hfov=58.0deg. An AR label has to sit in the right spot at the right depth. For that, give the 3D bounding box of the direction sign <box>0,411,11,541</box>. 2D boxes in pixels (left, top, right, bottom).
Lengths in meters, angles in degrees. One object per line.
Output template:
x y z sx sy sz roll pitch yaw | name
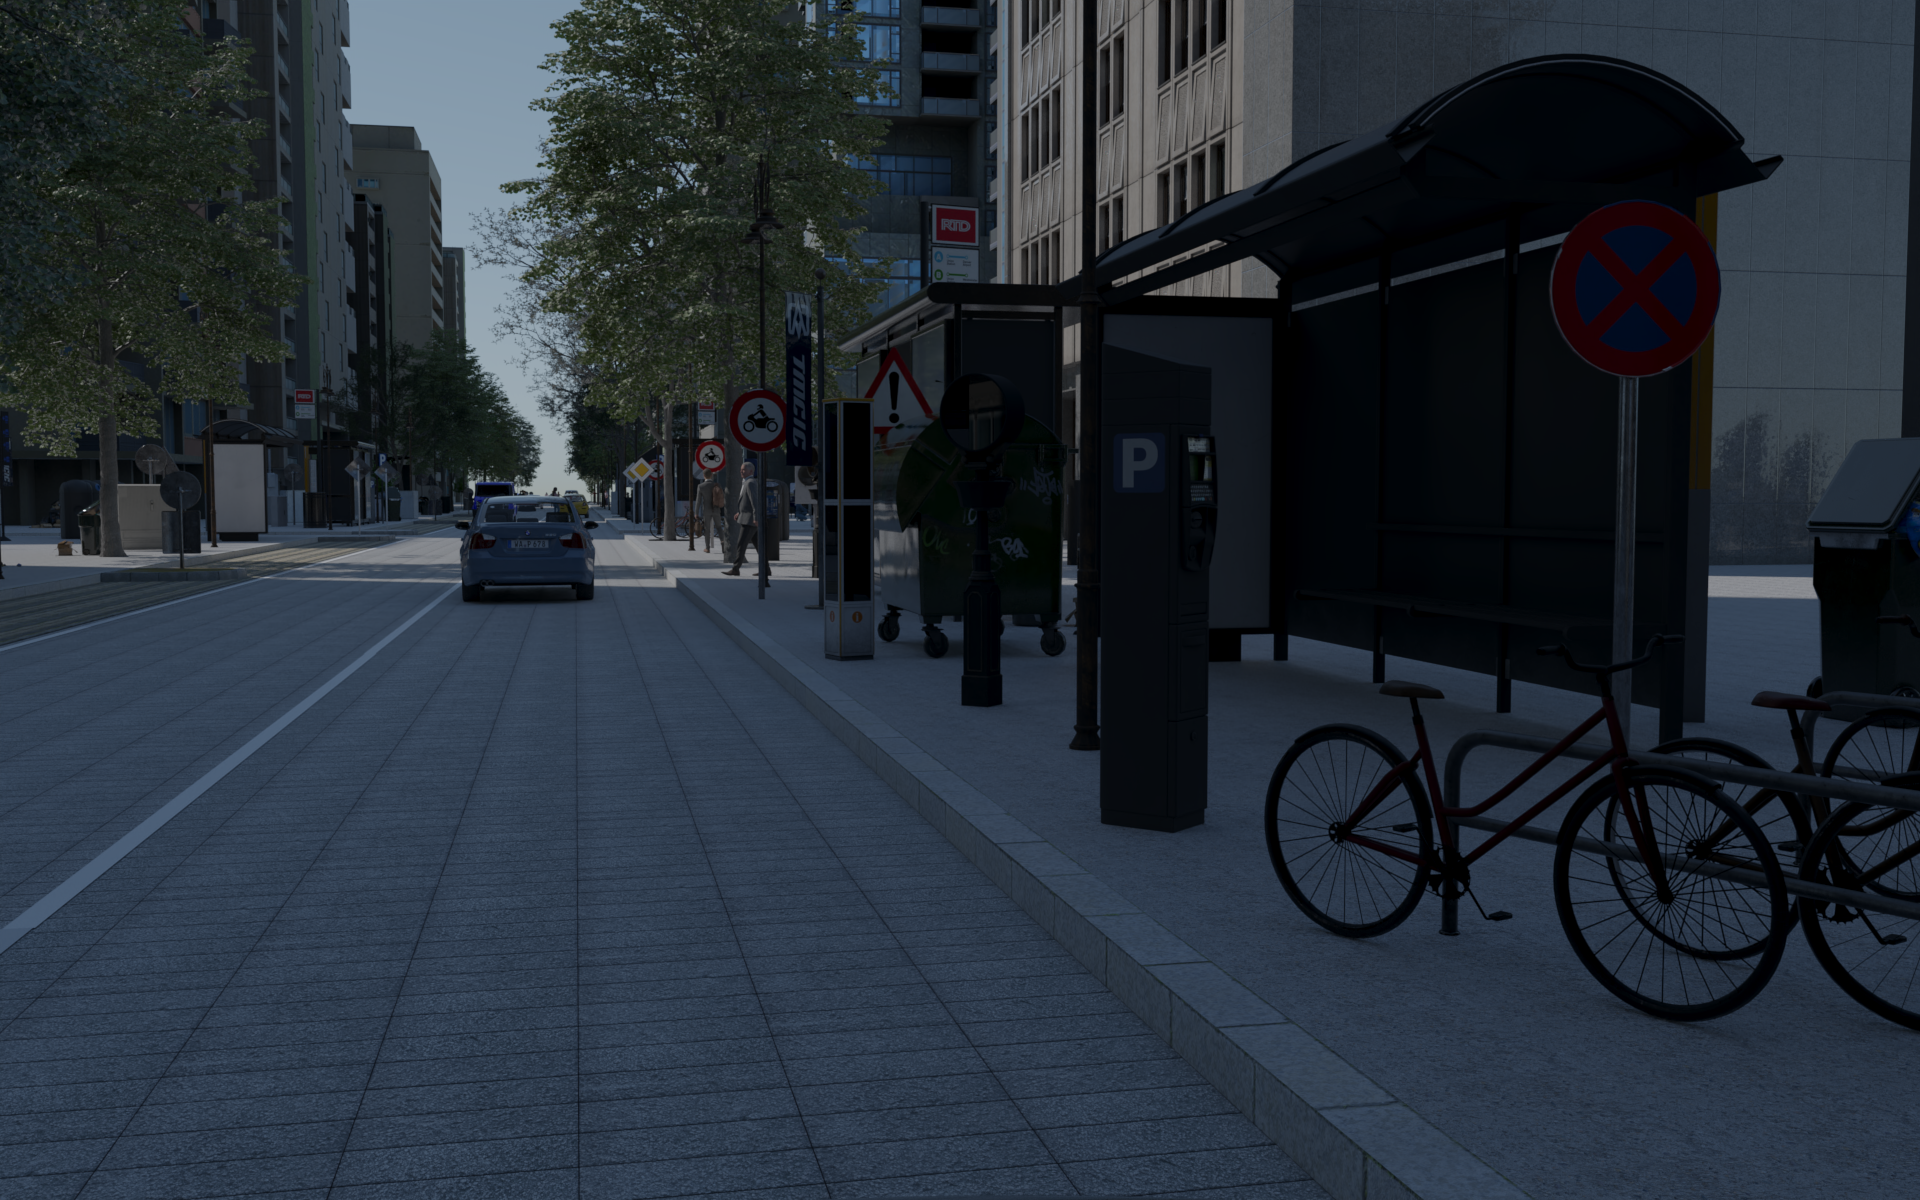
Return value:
-26.115 -3.375 47.184 0.379 3.537 0.876 0 4 -1 | direction sign

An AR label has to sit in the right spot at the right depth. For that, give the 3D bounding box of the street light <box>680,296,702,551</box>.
-6.070 -4.050 39.013 0.468 5.910 1.993 -1 4 -12 | street light

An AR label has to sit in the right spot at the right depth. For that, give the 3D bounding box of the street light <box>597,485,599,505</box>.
-34.018 -11.727 164.525 0.468 5.910 1.993 -1 4 -12 | street light

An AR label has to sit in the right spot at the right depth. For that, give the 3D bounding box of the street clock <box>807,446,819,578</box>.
-2.139 -1.334 26.376 0.358 2.002 0.471 -2 4 -29 | street clock

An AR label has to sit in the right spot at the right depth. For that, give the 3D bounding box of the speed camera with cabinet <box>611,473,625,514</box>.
-21.904 -7.142 111.100 0.660 3.252 2.038 0 4 1 | speed camera with cabinet

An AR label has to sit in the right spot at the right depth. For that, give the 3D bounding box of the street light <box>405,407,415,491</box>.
-29.142 -7.286 91.907 0.468 5.910 1.993 -1 4 -12 | street light

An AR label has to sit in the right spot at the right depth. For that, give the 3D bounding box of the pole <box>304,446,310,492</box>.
-27.560 -4.851 73.162 0.158 3.312 0.155 0 3 0 | pole

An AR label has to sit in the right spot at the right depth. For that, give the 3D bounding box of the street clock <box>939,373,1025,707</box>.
0.134 -0.361 10.472 0.471 2.002 0.358 2 4 30 | street clock

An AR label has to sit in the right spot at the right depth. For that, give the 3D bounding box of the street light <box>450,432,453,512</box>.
-36.421 -9.249 124.010 0.468 5.910 1.993 -1 4 -12 | street light

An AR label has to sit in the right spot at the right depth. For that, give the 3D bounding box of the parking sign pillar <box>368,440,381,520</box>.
-29.289 -5.931 85.448 1.447 3.967 1.447 -1 4 -9 | parking sign pillar

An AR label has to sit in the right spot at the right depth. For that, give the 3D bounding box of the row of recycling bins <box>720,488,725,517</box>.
-12.710 -5.588 98.479 3.534 1.692 1.069 2 4 26 | row of recycling bins

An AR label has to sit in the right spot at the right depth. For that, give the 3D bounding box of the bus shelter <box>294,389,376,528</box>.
-24.868 -5.583 68.906 2.179 5.291 8.768 -1 4 -12 | bus shelter

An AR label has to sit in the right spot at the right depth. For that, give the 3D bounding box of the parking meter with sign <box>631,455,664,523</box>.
-13.968 -4.955 77.278 1.738 3.016 0.543 2 4 35 | parking meter with sign

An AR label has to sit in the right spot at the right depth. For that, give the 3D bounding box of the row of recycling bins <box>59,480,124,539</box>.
-25.453 -2.677 50.876 1.069 1.692 3.534 0 4 -6 | row of recycling bins

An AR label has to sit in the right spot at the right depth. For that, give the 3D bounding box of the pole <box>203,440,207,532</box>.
-25.709 -3.996 59.180 0.158 3.312 0.155 0 3 0 | pole

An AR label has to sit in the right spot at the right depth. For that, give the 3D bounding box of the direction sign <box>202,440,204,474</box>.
-29.146 -4.607 67.327 0.379 3.537 0.876 1 4 10 | direction sign

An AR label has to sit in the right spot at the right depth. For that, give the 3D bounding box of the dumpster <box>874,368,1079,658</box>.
0.043 -0.722 14.302 1.502 2.255 1.985 -1 4 -12 | dumpster

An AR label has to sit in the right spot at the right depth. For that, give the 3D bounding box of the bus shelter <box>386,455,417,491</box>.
-34.638 -7.065 106.793 1.731 3.624 6.357 -1 4 -12 | bus shelter

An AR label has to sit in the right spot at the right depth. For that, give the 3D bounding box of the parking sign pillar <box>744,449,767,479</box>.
-11.187 -6.502 94.785 1.447 3.967 1.447 2 4 30 | parking sign pillar

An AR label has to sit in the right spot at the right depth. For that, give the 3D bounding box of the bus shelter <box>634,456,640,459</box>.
-19.593 -7.229 109.470 1.731 3.624 6.357 -1 4 -12 | bus shelter

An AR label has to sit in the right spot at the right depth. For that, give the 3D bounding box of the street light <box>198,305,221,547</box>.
-17.940 -4.202 41.492 0.468 5.910 1.993 -1 4 -12 | street light

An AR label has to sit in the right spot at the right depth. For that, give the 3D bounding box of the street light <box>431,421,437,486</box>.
-32.635 -8.247 107.629 0.468 5.910 1.993 -1 4 -12 | street light

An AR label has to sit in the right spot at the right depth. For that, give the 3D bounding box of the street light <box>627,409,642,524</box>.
-13.807 -6.184 73.890 0.468 5.910 1.993 -1 4 -12 | street light

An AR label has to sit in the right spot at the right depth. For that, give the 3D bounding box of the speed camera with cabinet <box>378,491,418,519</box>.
-28.899 -5.784 88.909 2.038 3.252 0.660 1 4 8 | speed camera with cabinet

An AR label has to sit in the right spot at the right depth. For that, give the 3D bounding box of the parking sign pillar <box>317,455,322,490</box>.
-41.203 -7.614 112.964 1.447 3.967 1.447 3 5 45 | parking sign pillar

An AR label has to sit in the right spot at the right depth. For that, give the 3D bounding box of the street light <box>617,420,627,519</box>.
-17.314 -7.144 89.590 0.468 5.910 1.993 -1 4 -12 | street light

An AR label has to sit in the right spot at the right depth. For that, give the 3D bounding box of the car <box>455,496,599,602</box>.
-6.114 -0.764 24.502 2.014 1.417 4.499 -1 4 -14 | car

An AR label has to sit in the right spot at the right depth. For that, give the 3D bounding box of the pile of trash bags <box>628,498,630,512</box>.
-23.539 -7.167 126.933 1.912 1.369 3.447 1 4 20 | pile of trash bags

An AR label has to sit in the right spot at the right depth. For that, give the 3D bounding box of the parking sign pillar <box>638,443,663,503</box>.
-15.813 -6.104 88.264 1.447 3.967 1.447 -1 4 -17 | parking sign pillar

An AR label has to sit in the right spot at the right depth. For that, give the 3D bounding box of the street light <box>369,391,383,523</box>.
-25.790 -6.346 76.542 0.468 5.910 1.993 -1 4 -12 | street light

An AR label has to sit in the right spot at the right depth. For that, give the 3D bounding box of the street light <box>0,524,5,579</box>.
-14.488 -3.249 25.905 0.468 5.910 1.993 -1 4 -12 | street light

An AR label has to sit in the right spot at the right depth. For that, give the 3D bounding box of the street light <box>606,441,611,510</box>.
-24.233 -9.037 120.536 0.468 5.910 1.993 -1 4 -12 | street light

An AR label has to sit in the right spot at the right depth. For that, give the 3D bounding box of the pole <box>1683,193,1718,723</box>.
4.119 -0.970 9.698 0.158 3.312 0.155 0 3 0 | pole

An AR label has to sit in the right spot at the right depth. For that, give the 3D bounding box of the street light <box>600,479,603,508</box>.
-30.538 -10.761 148.727 0.468 5.910 1.993 -1 4 -12 | street light

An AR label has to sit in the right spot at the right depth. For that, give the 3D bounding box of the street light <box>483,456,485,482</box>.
-45.553 -11.797 165.666 0.468 5.910 1.993 -1 4 -12 | street light

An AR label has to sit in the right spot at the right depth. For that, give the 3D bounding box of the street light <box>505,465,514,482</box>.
-60.405 -15.879 232.416 0.468 5.910 1.993 -1 4 -12 | street light

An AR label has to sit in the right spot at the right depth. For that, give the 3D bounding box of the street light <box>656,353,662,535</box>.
-9.513 -5.003 54.590 0.468 5.910 1.993 -1 4 -12 | street light

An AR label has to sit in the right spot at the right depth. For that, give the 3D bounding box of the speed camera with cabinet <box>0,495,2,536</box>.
-28.981 -3.461 50.925 2.038 3.252 0.660 3 4 37 | speed camera with cabinet

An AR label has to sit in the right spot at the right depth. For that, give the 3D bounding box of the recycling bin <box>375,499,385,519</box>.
-29.592 -4.590 87.604 0.722 1.027 0.722 3 4 39 | recycling bin

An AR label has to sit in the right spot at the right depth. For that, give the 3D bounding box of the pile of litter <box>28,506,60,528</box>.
-34.273 -3.152 65.506 1.719 0.858 1.176 1 4 9 | pile of litter

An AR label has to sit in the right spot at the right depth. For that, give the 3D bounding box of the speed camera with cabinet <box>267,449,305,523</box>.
-30.064 -5.042 76.778 0.660 3.252 2.038 3 4 37 | speed camera with cabinet

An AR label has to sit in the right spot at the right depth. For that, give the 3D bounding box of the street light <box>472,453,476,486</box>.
-42.156 -10.873 150.567 0.468 5.910 1.993 -1 4 -12 | street light

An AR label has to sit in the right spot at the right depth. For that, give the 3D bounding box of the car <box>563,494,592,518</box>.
-23.060 -5.705 103.506 2.015 1.641 3.980 -1 4 -11 | car

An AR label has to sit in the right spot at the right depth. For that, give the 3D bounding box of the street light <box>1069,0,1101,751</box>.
0.640 -2.188 8.558 0.468 5.910 1.993 -1 4 -12 | street light

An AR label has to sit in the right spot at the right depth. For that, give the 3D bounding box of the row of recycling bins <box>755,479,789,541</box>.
-5.269 -2.474 47.561 1.069 1.692 3.534 0 4 3 | row of recycling bins

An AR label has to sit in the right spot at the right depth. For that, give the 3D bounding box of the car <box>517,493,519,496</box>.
-49.307 -11.196 192.643 1.945 1.707 3.694 -1 4 -13 | car

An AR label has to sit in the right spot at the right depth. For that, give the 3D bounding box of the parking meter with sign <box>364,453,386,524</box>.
-25.666 -4.801 74.765 1.738 3.016 0.543 1 4 15 | parking meter with sign

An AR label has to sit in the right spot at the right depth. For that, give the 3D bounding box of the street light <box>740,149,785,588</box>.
-2.695 -3.112 23.670 0.468 5.910 1.993 -1 4 -12 | street light

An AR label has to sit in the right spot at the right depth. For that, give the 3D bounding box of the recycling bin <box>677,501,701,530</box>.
-9.868 -3.088 63.047 0.722 1.027 0.722 -1 4 -21 | recycling bin

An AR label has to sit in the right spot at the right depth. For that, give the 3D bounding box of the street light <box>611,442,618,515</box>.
-20.821 -8.113 105.441 0.468 5.910 1.993 -1 4 -12 | street light

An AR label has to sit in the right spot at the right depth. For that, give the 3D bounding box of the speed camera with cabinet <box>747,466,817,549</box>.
-4.228 -2.835 40.695 2.038 3.252 0.660 0 4 -5 | speed camera with cabinet

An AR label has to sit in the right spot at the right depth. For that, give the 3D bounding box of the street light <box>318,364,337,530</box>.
-22.395 -5.422 61.442 0.468 5.910 1.993 -1 4 -12 | street light

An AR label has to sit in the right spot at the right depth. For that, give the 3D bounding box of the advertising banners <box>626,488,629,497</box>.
-25.995 -8.510 135.328 0.090 3.025 2.074 -1 4 -18 | advertising banners

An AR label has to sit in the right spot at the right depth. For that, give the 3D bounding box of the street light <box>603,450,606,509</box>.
-27.500 -9.962 135.664 0.468 5.910 1.993 -1 4 -12 | street light
